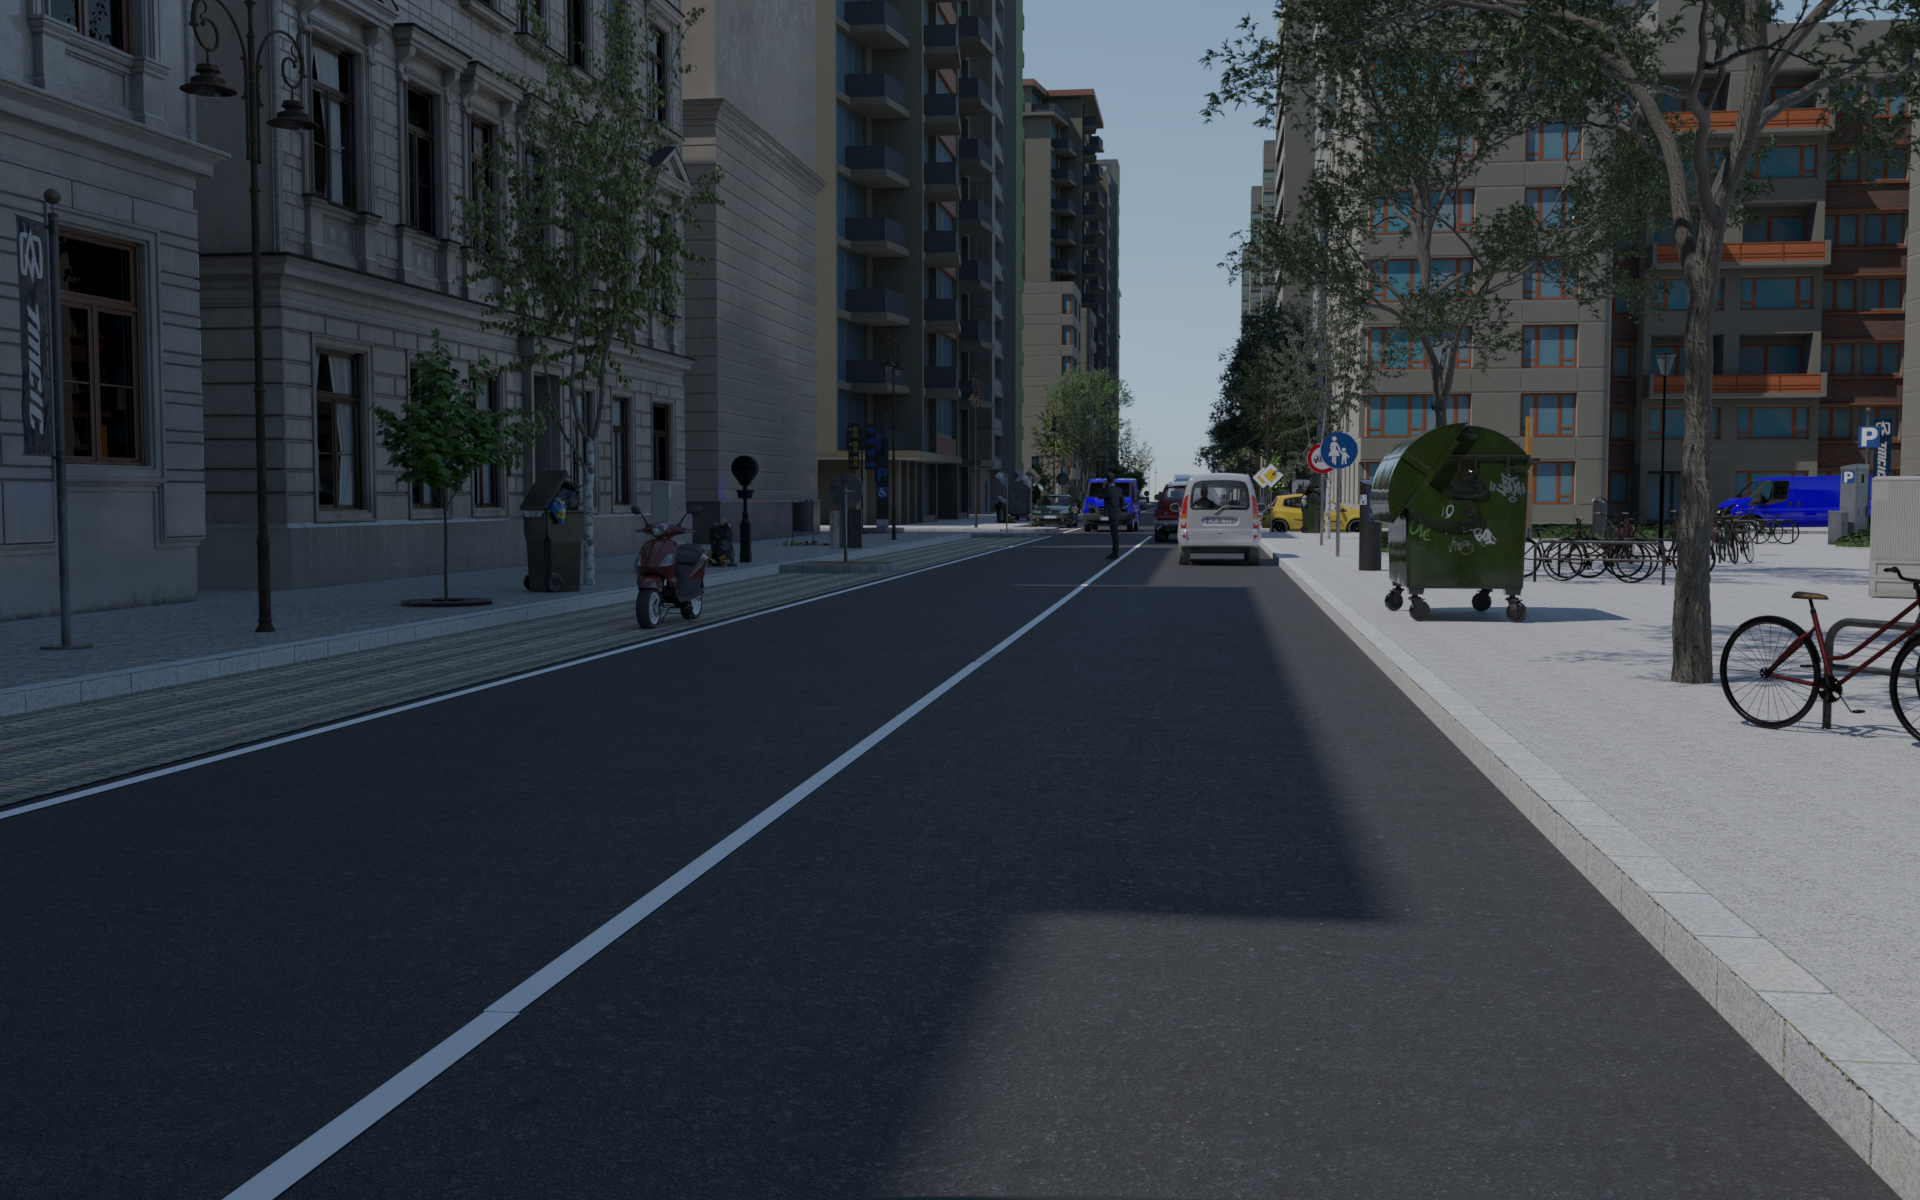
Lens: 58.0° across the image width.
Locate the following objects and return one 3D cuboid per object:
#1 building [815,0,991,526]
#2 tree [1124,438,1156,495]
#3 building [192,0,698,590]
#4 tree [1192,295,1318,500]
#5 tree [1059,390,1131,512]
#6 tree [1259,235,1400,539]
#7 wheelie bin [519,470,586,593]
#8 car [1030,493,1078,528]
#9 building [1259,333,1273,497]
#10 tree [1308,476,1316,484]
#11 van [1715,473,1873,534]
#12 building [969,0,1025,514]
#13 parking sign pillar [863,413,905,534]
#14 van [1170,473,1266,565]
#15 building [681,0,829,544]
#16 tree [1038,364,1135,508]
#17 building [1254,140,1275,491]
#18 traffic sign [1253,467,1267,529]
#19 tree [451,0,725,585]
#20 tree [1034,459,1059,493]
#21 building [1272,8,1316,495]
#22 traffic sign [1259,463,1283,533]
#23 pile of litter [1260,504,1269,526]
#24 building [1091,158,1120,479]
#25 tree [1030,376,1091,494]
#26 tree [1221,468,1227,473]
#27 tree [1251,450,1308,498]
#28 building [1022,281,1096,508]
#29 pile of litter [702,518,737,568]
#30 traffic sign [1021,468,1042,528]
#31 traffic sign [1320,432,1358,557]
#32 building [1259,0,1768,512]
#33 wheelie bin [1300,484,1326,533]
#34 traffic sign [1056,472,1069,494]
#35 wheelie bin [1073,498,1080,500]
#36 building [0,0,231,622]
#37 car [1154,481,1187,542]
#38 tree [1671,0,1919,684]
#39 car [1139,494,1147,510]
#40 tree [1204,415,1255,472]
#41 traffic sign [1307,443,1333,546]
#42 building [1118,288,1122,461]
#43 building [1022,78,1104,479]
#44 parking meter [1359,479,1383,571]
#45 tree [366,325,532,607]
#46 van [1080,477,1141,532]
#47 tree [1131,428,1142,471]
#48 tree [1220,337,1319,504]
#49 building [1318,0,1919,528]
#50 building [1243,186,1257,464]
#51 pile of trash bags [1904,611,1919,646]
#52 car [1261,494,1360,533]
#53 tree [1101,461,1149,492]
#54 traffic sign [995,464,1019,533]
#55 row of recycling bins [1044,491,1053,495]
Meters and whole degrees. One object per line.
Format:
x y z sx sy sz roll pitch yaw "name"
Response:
-10.219 -26.221 83.344 22.147 44.769 28.867 1 4 8 "building"
23.743 -16.990 228.155 4.737 8.622 4.395 0 3 0 "tree"
-12.283 -10.246 32.157 10.561 19.102 19.286 1 4 8 "building"
18.079 -11.114 98.726 9.611 12.733 9.660 0 3 0 "tree"
8.776 -10.402 120.437 4.360 8.622 3.978 0 3 0 "tree"
10.520 -6.056 49.375 4.360 8.622 3.978 0 3 0 "tree"
-5.360 -0.914 22.846 0.693 1.594 0.980 -3 5 -44 "wheelie bin"
4.048 -3.914 73.784 2.009 1.686 4.222 1 4 9 "car"
45.226 -20.515 180.464 27.650 21.520 28.899 1 4 8 "building"
20.936 -6.783 105.504 1.663 3.219 1.824 0 3 0 "tree"
28.449 -3.326 58.765 5.245 2.365 2.240 0 4 7 "van"
-3.529 -26.245 112.702 14.154 41.232 14.086 1 4 8 "building"
-2.549 -4.181 56.835 1.447 3.967 1.447 0 4 -2 "parking sign pillar"
5.415 -1.791 36.295 2.013 2.044 4.112 0 4 8 "van"
-17.263 -15.499 50.668 25.104 27.353 12.463 1 4 8 "building"
10.022 -12.949 137.472 9.928 11.665 9.643 0 3 0 "tree"
42.140 -31.705 201.974 14.154 41.232 14.086 1 4 8 "building"
11.251 -3.709 64.289 0.795 2.450 0.064 1 4 8 "traffic sign"
-5.304 -4.534 24.494 4.737 8.622 4.395 0 3 0 "tree"
4.271 -6.051 93.540 1.663 3.219 1.824 0 3 0 "tree"
39.199 -32.450 154.259 21.300 48.544 21.600 1 4 8 "building"
10.116 -3.226 56.384 0.795 2.450 0.064 1 4 8 "traffic sign"
12.494 -3.433 70.098 1.176 0.858 1.719 1 4 14 "pile of litter"
11.560 -31.978 206.426 14.154 41.232 14.086 1 4 8 "building"
6.147 -9.682 108.666 4.737 8.622 4.395 0 3 0 "tree"
40.219 -18.856 258.650 4.360 8.622 3.978 0 3 0 "tree"
13.932 -4.995 76.273 1.663 3.219 1.824 0 3 0 "tree"
-2.424 -19.095 157.237 27.650 21.520 28.899 1 4 8 "building"
-4.506 -1.035 30.884 1.176 0.858 1.719 0 4 5 "pile of litter"
2.697 -3.785 65.532 0.795 2.450 0.064 1 4 8 "traffic sign"
7.742 -2.160 35.429 0.768 2.556 0.104 1 4 18 "traffic sign"
37.491 -26.206 120.345 32.217 40.220 23.993 1 4 8 "building"
11.588 -2.984 56.692 0.693 1.594 0.980 3 5 43 "wheelie bin"
5.976 -6.176 101.086 0.768 2.556 0.104 1 4 12 "traffic sign"
8.481 -7.314 127.492 0.693 1.594 0.980 1 4 8 "wheelie bin"
-15.401 -10.701 11.117 11.583 22.565 21.152 1 4 8 "building"
7.089 -2.734 53.369 2.281 1.827 5.304 1 4 9 "car"
4.686 -4.707 11.365 7.601 10.594 8.767 -2 4 -29 "tree"
15.819 -8.776 155.489 2.014 1.417 4.499 0 4 6 "car"
34.945 -18.089 221.516 9.928 11.665 9.643 0 3 0 "tree"
9.011 -2.629 43.097 0.768 2.556 0.104 1 4 9 "traffic sign"
13.900 -36.490 288.490 32.217 40.220 23.993 1 4 8 "building"
3.877 -32.479 185.656 22.147 44.769 28.867 1 4 8 "building"
6.872 -1.258 28.985 0.372 1.533 0.369 0 3 0 "parking meter"
-6.089 -1.557 20.059 1.663 3.219 1.824 0 3 0 "tree"
5.896 -3.833 67.051 2.240 2.365 5.245 1 4 9 "van"
16.776 -13.918 177.927 4.360 8.622 3.978 0 3 0 "tree"
14.826 -8.050 81.975 4.737 8.622 4.395 0 3 0 "tree"
31.223 -14.113 75.792 28.899 21.520 27.650 1 4 8 "building"
45.600 -33.476 230.921 14.154 41.232 14.086 1 4 8 "building"
9.846 -0.304 14.728 3.447 1.369 1.912 -2 4 -28 "pile of trash bags"
12.294 -2.992 59.141 3.980 1.641 2.015 1 4 9 "car"
15.219 -11.232 167.362 4.285 4.588 4.351 0 3 0 "tree"
1.562 -3.302 57.628 0.795 2.450 0.064 1 4 8 "traffic sign"
5.532 -7.798 134.607 3.534 1.692 1.069 1 4 18 "row of recycling bins"
